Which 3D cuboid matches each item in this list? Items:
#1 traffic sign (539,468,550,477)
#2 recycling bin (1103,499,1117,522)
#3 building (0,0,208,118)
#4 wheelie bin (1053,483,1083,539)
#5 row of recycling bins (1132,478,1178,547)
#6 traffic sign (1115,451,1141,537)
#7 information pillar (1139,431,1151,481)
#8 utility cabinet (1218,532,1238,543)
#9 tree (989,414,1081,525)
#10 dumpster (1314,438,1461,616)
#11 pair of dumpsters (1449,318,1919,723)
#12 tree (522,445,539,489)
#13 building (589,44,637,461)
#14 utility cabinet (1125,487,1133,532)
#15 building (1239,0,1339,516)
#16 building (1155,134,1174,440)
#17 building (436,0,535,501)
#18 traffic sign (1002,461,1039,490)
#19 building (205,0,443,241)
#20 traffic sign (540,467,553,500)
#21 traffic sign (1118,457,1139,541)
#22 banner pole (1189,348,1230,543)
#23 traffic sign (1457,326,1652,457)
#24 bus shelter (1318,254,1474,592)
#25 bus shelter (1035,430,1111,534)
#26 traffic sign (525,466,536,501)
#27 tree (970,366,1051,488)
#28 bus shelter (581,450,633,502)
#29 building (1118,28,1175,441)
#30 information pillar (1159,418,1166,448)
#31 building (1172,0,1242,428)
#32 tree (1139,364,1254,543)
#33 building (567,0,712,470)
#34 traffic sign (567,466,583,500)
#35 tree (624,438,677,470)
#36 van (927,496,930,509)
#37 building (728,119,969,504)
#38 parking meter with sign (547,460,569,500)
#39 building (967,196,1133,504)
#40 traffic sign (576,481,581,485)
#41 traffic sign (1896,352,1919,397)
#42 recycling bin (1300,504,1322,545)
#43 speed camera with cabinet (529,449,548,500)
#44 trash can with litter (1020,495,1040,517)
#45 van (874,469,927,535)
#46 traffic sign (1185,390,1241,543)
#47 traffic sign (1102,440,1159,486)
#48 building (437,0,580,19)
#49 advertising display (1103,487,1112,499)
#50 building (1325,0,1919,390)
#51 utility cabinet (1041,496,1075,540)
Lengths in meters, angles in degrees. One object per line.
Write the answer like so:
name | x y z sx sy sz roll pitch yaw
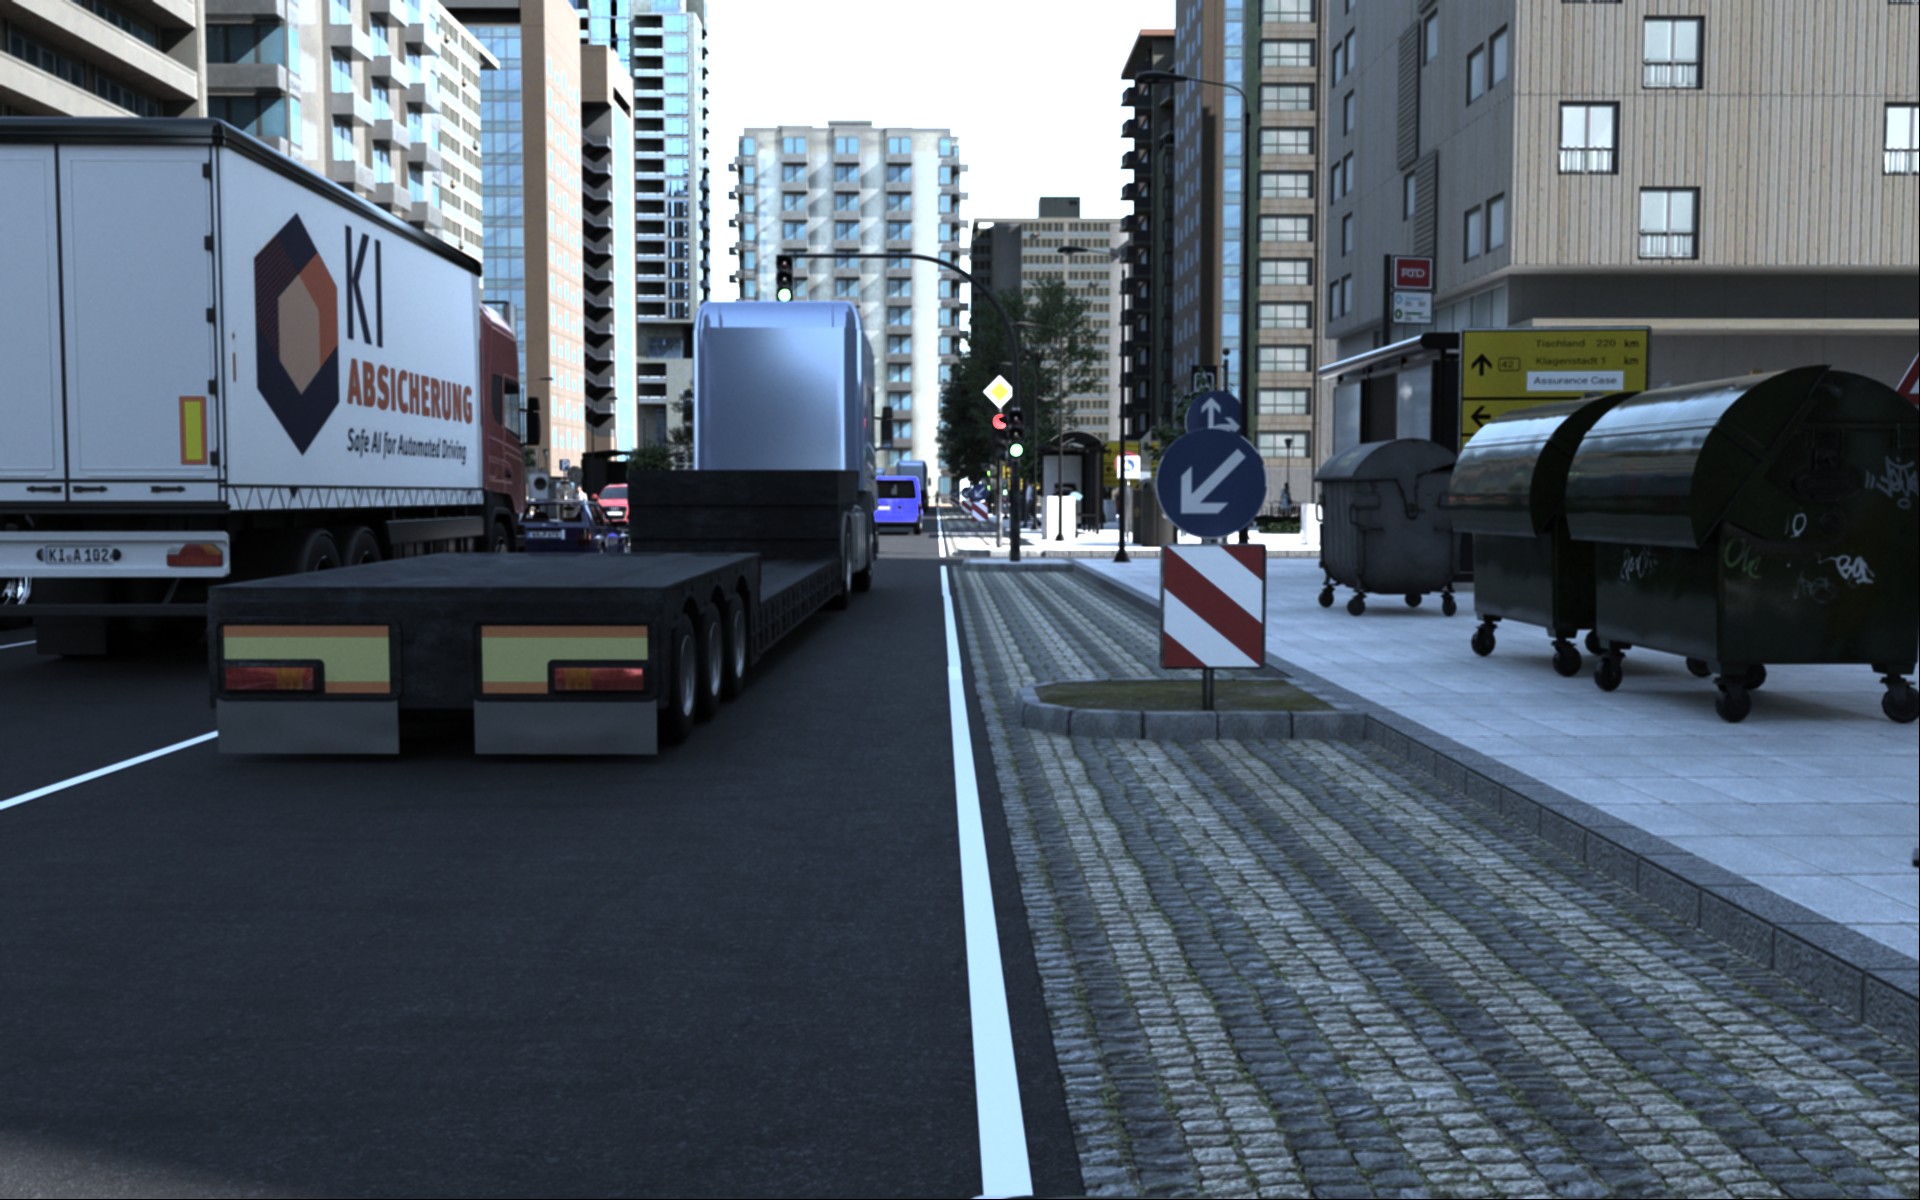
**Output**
traffic sign | -20.449 -5.179 84.786 0.768 2.556 0.104 0 4 7
recycling bin | 6.817 -4.174 80.806 0.722 1.027 0.722 3 5 45
building | -42.870 -26.897 63.466 21.300 48.544 21.600 0 4 -1
wheelie bin | 3.038 -2.549 49.584 0.980 1.594 0.693 1 4 21
row of recycling bins | 4.922 -2.221 43.428 1.069 1.692 3.534 0 4 1
traffic sign | 4.948 -3.125 51.195 0.768 2.556 0.104 0 4 6
information pillar | 6.769 -4.398 63.262 0.504 3.616 0.183 -2 4 -25
utility cabinet | 6.465 -2.032 41.899 0.318 1.500 1.173 1 4 20
tree | 3.487 -5.379 71.667 4.285 4.588 4.351 0 3 0
dumpster | 4.670 -0.802 18.875 1.264 1.857 1.865 0 4 -1
pair of dumpsters | 4.718 -0.561 11.671 1.574 2.255 4.437 0 4 -1
tree | -25.370 -6.961 97.519 4.285 4.588 4.351 0 3 0
building | -40.252 -31.829 170.513 14.200 45.320 14.600 0 4 -1
utility cabinet | 5.863 -2.980 57.398 0.318 1.500 1.173 -3 4 -39
building | 24.473 -25.956 107.970 14.154 41.232 14.086 0 4 -1
building | 22.875 -22.663 142.248 14.160 30.474 14.107 0 4 -1
building | -48.887 -26.627 127.234 32.217 40.220 23.993 0 4 -1
traffic sign | 3.585 -6.544 100.862 2.265 3.308 0.079 0 4 4
building | -42.640 -29.224 97.421 23.786 49.044 30.456 0 4 -1
traffic sign | -19.996 -5.085 83.148 0.884 2.594 0.081 0 4 4
traffic sign | 4.572 -2.752 47.124 0.606 2.300 0.079 0 4 6
banner pole | 4.331 -2.428 29.715 0.863 3.779 0.401 -1 4 -12
traffic sign | 7.225 -1.668 21.150 2.265 3.308 0.079 0 4 5
bus shelter | 6.960 -3.006 26.778 2.179 5.291 8.768 0 4 -1
bus shelter | 3.625 -3.883 57.406 2.014 3.302 5.546 0 4 -1
traffic sign | -19.539 -4.796 78.527 0.768 2.556 0.104 1 4 8
tree | 2.921 -8.951 96.710 4.360 8.622 3.978 0 3 0
bus shelter | -19.281 -6.339 94.926 1.731 3.624 6.357 0 4 -1
building | 26.654 -31.112 163.312 22.147 44.769 28.867 0 4 -1
information pillar | 6.265 -3.791 53.329 0.183 3.616 0.504 3 5 39
building | 23.596 -29.209 127.676 14.600 45.320 14.200 0 4 -1
tree | 3.498 -1.916 25.924 1.663 3.219 1.824 0 3 0
building | -45.139 -55.648 222.518 31.000 86.520 22.319 0 4 -1
traffic sign | -17.558 -4.822 78.944 0.768 2.556 0.104 0 4 6
tree | -18.245 -7.223 101.813 4.285 4.588 4.351 0 3 0
van | -3.840 -9.707 165.727 2.013 2.044 4.112 0 4 0
building | -14.117 -36.982 224.257 30.456 49.044 23.786 0 4 -1
parking meter with sign | -20.688 -5.635 88.385 1.738 3.016 0.543 3 4 39
building | 13.053 -32.832 228.680 23.993 40.220 32.217 0 4 -1
traffic sign | -21.656 -6.040 98.865 0.768 2.556 0.104 0 4 5
traffic sign | 5.999 -0.636 10.399 0.884 2.594 0.081 0 4 3
recycling bin | 8.984 -1.896 43.557 0.722 1.027 0.722 0 4 1
speed camera with cabinet | -18.891 -4.925 74.858 2.038 3.252 0.660 -2 4 -29
trash can with litter | 3.664 -5.379 98.997 1.678 1.210 2.233 -2 4 -27
van | -2.330 -3.572 62.792 2.240 2.365 5.245 0 4 -1
traffic sign | 3.146 -1.301 21.370 0.768 2.556 0.104 0 4 1
traffic sign | 6.536 -4.401 65.822 2.265 3.308 0.079 1 4 9
building | -40.356 -30.389 146.963 14.600 45.320 14.200 0 4 -1
advertising display | 7.268 -4.966 86.410 0.123 1.923 0.974 -2 4 -25
building | 30.493 -29.295 68.218 27.495 52.752 28.713 0 4 -1
utility cabinet | 2.754 -2.293 48.654 1.020 1.237 0.306 -3 4 -36
